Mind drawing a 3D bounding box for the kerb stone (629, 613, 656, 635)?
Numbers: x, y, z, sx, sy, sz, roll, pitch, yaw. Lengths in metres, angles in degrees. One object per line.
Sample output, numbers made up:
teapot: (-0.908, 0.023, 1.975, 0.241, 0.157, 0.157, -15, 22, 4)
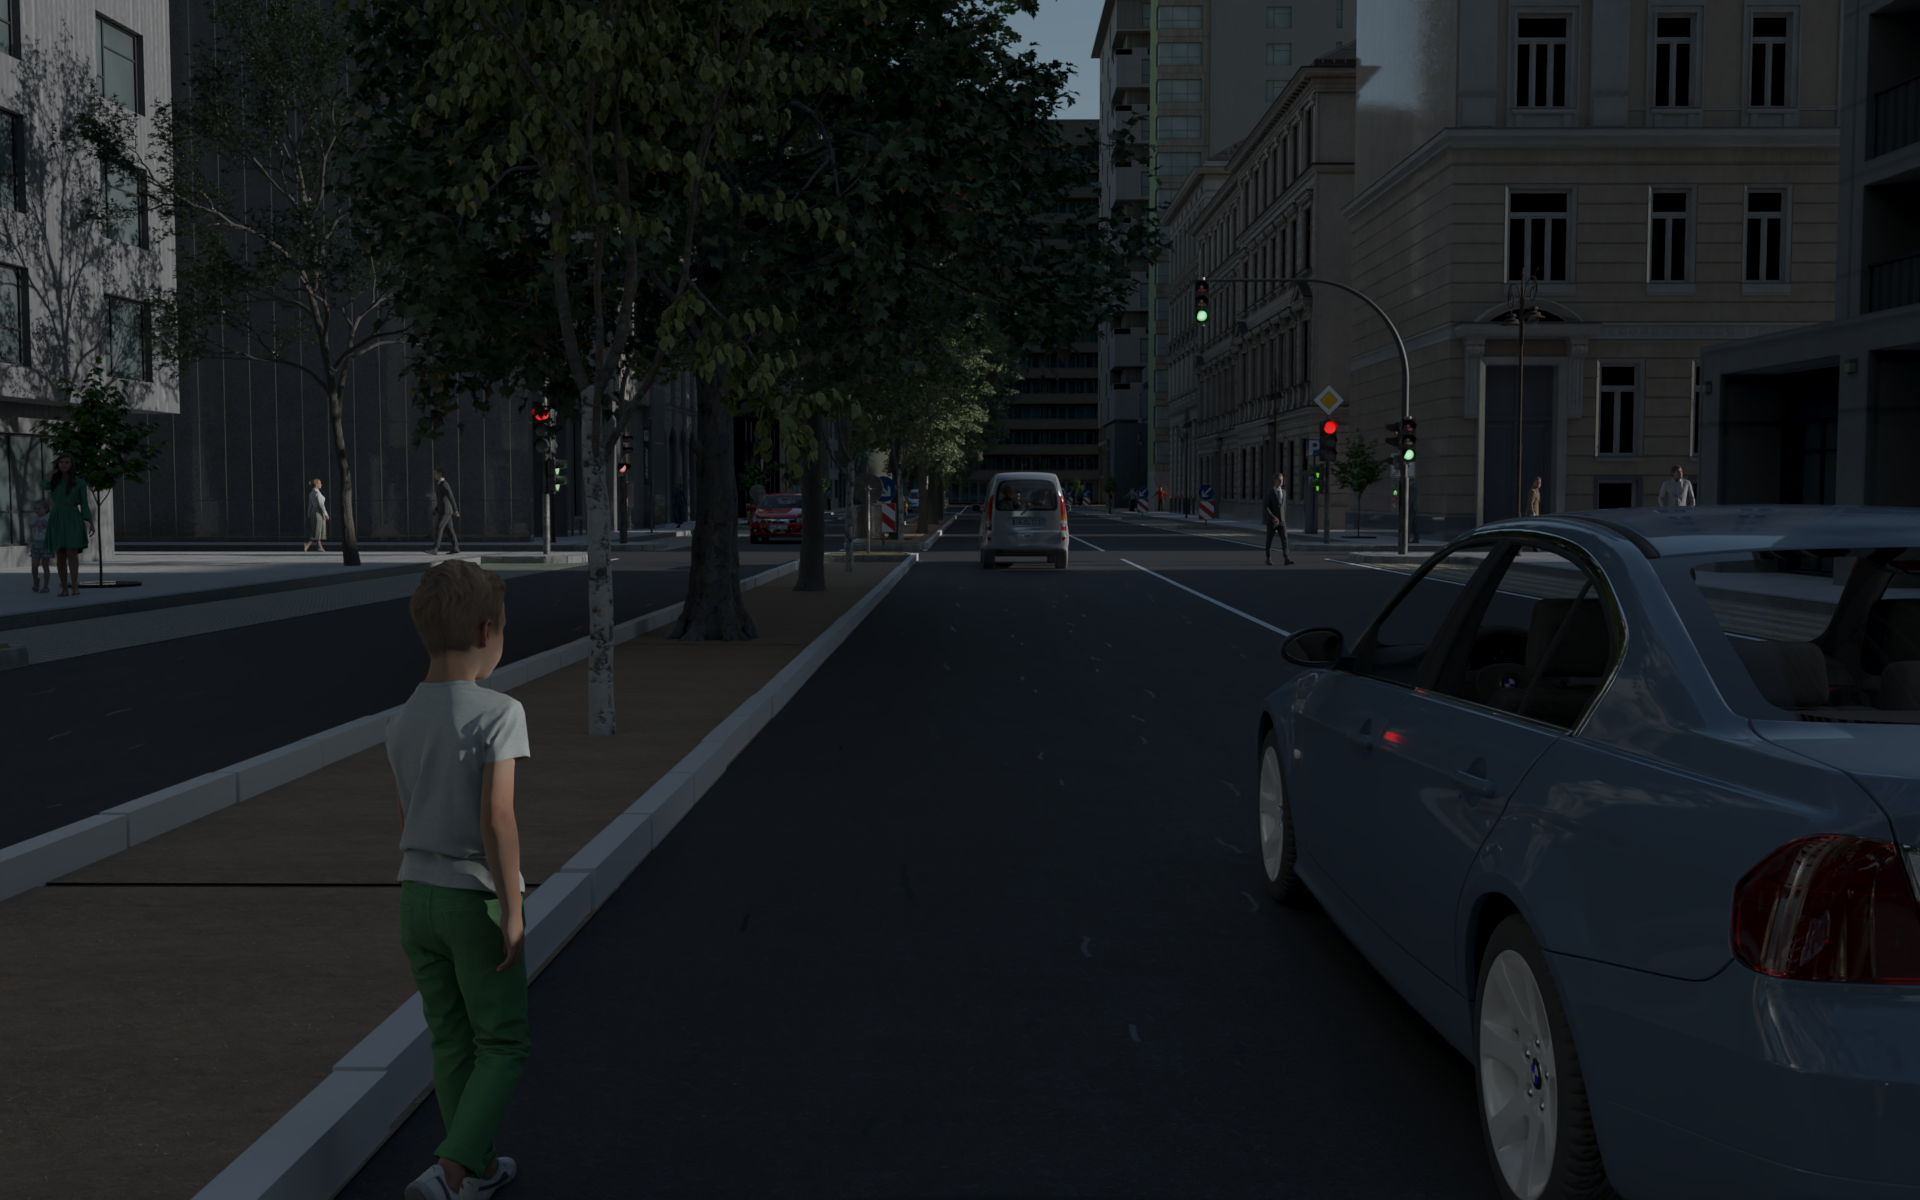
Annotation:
kerb stone: (-3.292, 0.273, 17.733, 0.120, 0.150, 1.000, 0, 4, 1)

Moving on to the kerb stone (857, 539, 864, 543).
kerb stone: (-2.931, -1.698, 50.036, 0.120, 0.150, 1.000, 0, 4, 1)

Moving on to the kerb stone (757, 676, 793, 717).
kerb stone: (-1.248, 0.653, 11.561, 0.120, 0.150, 1.000, 0, 4, 1)

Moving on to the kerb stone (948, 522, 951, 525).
kerb stone: (-0.574, -3.143, 73.583, 0.120, 0.150, 1.000, 0, 4, 1)

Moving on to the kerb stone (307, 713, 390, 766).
kerb stone: (-3.378, 0.775, 9.525, 0.120, 0.150, 1.000, 0, 4, 1)

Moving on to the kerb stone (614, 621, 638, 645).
kerb stone: (-3.294, 0.335, 16.711, 0.120, 0.150, 1.000, 0, 4, 1)

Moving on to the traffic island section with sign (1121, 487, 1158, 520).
traffic island section with sign: (10.079, -5.418, 97.220, 1.989, 1.847, 2.006, 0, 4, 1)

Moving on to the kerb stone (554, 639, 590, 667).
kerb stone: (-3.316, 0.465, 14.654, 0.120, 0.150, 1.000, 0, 4, 1)

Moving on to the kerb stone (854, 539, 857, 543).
kerb stone: (-2.970, -1.515, 46.958, 0.120, 0.150, 1.000, 0, 4, 1)

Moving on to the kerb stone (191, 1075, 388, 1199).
kerb stone: (-1.336, 1.152, 3.355, 0.120, 0.150, 1.000, 0, 4, 1)

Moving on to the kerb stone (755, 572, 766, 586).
kerb stone: (-3.174, -0.291, 26.962, 0.120, 0.150, 1.000, 0, 4, 1)

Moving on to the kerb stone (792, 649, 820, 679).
kerb stone: (-1.229, 0.525, 13.609, 0.120, 0.150, 1.000, 0, 4, 1)

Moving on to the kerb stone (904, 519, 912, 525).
kerb stone: (-2.557, -3.834, 84.883, 0.120, 0.150, 1.000, 0, 4, 1)

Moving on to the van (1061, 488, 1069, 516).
van: (6.374, -6.716, 116.820, 2.013, 2.044, 4.112, 0, 4, 1)

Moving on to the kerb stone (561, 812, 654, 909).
kerb stone: (-1.304, 0.964, 6.441, 0.120, 0.150, 1.000, 0, 4, 1)

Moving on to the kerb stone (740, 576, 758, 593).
kerb stone: (-3.195, -0.229, 25.941, 0.120, 0.150, 1.000, 0, 4, 1)

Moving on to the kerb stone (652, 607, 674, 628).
kerb stone: (-3.277, 0.210, 18.757, 0.120, 0.150, 1.000, 0, 4, 1)

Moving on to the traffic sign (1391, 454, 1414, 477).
traffic sign: (11.187, -2.550, 43.821, 0.606, 2.300, 0.079, 0, 4, 2)

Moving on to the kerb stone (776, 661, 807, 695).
kerb stone: (-1.238, 0.588, 12.587, 0.120, 0.150, 1.000, 0, 4, 1)

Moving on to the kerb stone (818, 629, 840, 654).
kerb stone: (-1.209, 0.400, 15.658, 0.120, 0.150, 1.000, 0, 4, 1)

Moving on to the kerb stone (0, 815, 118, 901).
kerb stone: (-3.408, 0.967, 6.448, 0.120, 0.150, 1.000, 0, 4, 1)

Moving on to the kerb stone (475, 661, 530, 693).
kerb stone: (-3.338, 0.586, 12.608, 0.120, 0.150, 1.000, 0, 4, 1)

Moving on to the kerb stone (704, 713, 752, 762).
kerb stone: (-1.280, 0.776, 9.514, 0.120, 0.150, 1.000, 0, 4, 1)

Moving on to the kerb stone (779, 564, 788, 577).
kerb stone: (-3.148, -0.477, 30.029, 0.120, 0.150, 1.000, 0, 4, 1)

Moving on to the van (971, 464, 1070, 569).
van: (1.242, -1.689, 34.635, 2.013, 2.044, 4.112, 0, 4, 0)

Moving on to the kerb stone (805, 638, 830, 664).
kerb stone: (-1.223, 0.462, 14.636, 0.120, 0.150, 1.000, 0, 4, 1)

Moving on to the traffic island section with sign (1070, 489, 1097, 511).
traffic island section with sign: (10.608, -8.491, 147.454, 1.989, 1.847, 2.006, 0, 4, 1)

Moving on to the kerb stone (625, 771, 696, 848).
kerb stone: (-1.290, 0.901, 7.466, 0.120, 0.150, 1.000, 0, 4, 1)

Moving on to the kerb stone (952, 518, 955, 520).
kerb stone: (-0.450, -3.832, 84.853, 0.120, 0.150, 1.000, 0, 4, 1)

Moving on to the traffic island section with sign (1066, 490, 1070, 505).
traffic island section with sign: (10.912, -10.149, 174.569, 1.989, 1.847, 2.006, 0, 4, 1)

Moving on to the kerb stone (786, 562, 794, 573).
kerb stone: (-3.141, -0.542, 31.051, 0.120, 0.150, 1.000, 0, 4, 1)

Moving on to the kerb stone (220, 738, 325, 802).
kerb stone: (-3.381, 0.838, 8.502, 0.120, 0.150, 1.000, 0, 4, 1)

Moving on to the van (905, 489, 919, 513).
van: (-3.256, -7.878, 135.820, 2.013, 2.044, 4.112, 0, 4, 2)

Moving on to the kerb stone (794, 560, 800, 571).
kerb stone: (-3.131, -0.604, 32.075, 0.120, 0.150, 1.000, 0, 4, 1)

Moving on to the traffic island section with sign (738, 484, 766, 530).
traffic island section with sign: (-8.156, -3.743, 69.822, 1.989, 1.847, 2.006, 0, 4, 1)

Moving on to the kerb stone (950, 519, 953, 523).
kerb stone: (-0.500, -3.518, 79.738, 0.120, 0.150, 1.000, 0, 4, 1)

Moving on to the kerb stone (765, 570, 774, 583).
kerb stone: (-3.164, -0.354, 27.985, 0.120, 0.150, 1.000, 0, 4, 1)

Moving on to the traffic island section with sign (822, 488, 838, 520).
traffic island section with sign: (-7.856, -5.391, 96.776, 1.989, 1.847, 2.006, 0, 4, 1)

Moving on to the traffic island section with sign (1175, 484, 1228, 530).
traffic island section with sign: (9.786, -3.770, 70.266, 1.989, 1.847, 2.006, 0, 4, 1)

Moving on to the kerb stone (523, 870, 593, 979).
kerb stone: (-1.326, 1.035, 5.409, 0.120, 0.150, 1.000, 0, 4, 1)

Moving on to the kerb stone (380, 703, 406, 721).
kerb stone: (-3.364, 0.720, 10.556, 0.120, 0.150, 1.000, 0, 4, 1)

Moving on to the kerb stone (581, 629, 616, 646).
kerb stone: (-3.305, 0.398, 15.688, 0.120, 0.150, 1.000, 0, 4, 1)

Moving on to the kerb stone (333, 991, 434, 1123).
kerb stone: (-1.339, 1.090, 4.382, 0.120, 0.150, 1.000, 0, 4, 1)

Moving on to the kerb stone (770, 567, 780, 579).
kerb stone: (-3.172, -0.417, 29.007, 0.120, 0.150, 1.000, 0, 4, 1)

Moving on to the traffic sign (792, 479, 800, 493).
traffic sign: (-9.791, -6.357, 104.043, 0.768, 2.556, 0.104, 0, 4, 7)

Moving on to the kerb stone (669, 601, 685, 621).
kerb stone: (-3.263, 0.149, 19.792, 0.120, 0.150, 1.000, 0, 4, 1)

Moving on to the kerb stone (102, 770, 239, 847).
kerb stone: (-3.401, 0.900, 7.480, 0.120, 0.150, 1.000, 0, 4, 1)

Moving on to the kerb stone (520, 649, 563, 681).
kerb stone: (-3.329, 0.524, 13.632, 0.120, 0.150, 1.000, 0, 4, 1)

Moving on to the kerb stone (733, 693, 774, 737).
kerb stone: (-1.269, 0.713, 10.537, 0.120, 0.150, 1.000, 0, 4, 1)

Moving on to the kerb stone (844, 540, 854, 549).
kerb stone: (-2.973, -1.450, 45.927, 0.120, 0.150, 1.000, 0, 4, 1)

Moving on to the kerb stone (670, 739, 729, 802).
kerb stone: (-1.279, 0.838, 8.488, 0.120, 0.150, 1.000, 0, 4, 1)

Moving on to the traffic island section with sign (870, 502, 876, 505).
traffic island section with sign: (-7.318, -8.444, 146.692, 1.989, 1.847, 2.006, 0, 4, 1)

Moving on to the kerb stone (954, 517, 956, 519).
kerb stone: (-0.422, -4.021, 87.943, 0.120, 0.150, 1.000, 0, 4, 1)

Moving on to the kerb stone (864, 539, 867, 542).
kerb stone: (-2.922, -1.765, 51.057, 0.120, 0.150, 1.000, 0, 4, 1)

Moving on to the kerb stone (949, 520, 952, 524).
kerb stone: (-0.543, -3.331, 76.658, 0.120, 0.150, 1.000, 0, 4, 1)

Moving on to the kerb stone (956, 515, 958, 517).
kerb stone: (-0.327, -4.524, 96.159, 0.120, 0.150, 1.000, 0, 4, 1)

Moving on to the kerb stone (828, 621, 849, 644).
kerb stone: (-1.195, 0.338, 16.683, 0.120, 0.150, 1.000, 0, 4, 1)
